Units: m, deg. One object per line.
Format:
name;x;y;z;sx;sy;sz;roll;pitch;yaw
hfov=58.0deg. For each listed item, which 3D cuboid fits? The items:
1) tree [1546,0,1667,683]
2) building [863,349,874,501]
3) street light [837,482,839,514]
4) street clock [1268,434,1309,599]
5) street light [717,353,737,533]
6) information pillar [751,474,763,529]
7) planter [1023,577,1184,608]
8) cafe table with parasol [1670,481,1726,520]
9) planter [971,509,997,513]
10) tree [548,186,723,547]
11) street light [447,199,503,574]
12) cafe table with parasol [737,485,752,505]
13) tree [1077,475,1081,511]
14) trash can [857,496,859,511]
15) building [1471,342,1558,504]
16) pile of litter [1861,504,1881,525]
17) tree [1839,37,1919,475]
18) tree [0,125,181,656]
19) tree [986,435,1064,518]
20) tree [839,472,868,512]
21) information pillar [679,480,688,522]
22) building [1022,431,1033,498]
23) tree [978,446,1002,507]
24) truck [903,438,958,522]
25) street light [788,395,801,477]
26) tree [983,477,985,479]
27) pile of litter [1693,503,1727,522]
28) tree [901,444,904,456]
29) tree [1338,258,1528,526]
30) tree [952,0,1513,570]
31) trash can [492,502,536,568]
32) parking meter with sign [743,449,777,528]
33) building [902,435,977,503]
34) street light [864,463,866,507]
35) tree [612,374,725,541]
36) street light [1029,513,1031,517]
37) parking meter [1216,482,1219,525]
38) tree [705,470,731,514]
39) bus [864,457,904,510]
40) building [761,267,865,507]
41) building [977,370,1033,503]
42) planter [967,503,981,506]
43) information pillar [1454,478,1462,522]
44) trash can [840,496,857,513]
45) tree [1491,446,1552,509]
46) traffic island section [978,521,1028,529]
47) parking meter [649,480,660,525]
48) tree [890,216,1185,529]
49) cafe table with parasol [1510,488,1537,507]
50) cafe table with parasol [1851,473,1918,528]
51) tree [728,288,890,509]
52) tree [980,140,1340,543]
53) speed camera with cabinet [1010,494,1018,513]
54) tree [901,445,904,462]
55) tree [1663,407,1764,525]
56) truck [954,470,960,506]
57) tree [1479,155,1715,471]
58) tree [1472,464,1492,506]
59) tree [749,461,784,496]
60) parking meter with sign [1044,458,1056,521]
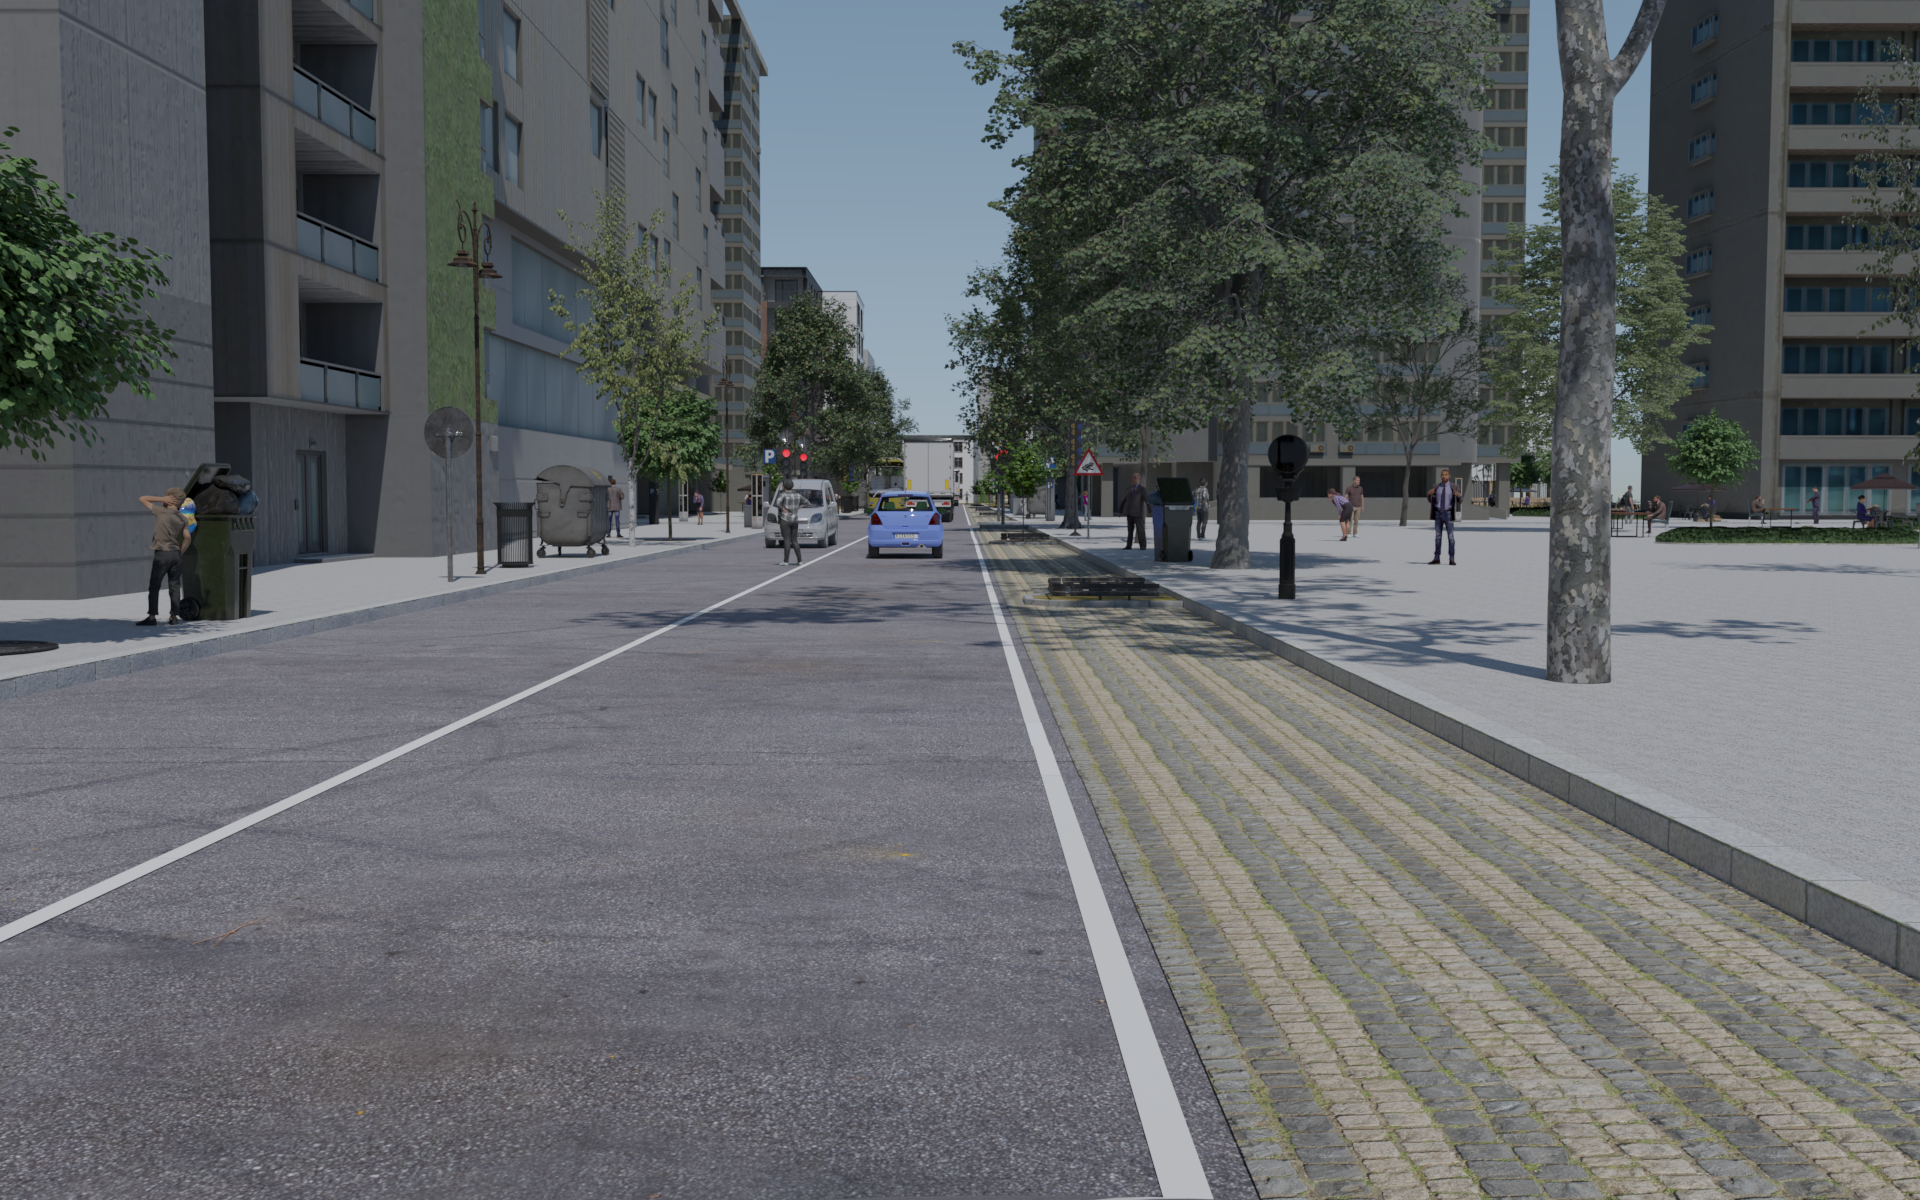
tree;3.480;-9.427;10.028;12.611;20.169;13.585;0;3;0
building;-27.000;-21.633;220.153;31.486;18.905;16.747;0;3;0
street light;-7.746;-8.397;110.079;0.468;5.910;1.993;0;3;0
street clock;3.998;-1.012;21.122;0.471;2.002;0.358;1;4;18
street light;-7.650;-5.145;56.909;0.468;5.910;1.993;0;3;0
information pillar;-7.474;-3.631;63.865;0.304;2.012;0.304;3;5;44
planter;1.825;-0.097;22.720;1.991;0.319;1.994;0;3;0
cafe table with parasol;36.290;-4.915;85.218;2.610;1.966;2.610;1;4;18
planter;1.816;-6.851;133.153;1.991;0.319;1.994;0;3;0
tree;-7.867;-5.577;41.550;4.737;8.622;4.395;0;3;0
street light;-7.671;-3.349;27.550;0.468;5.910;1.993;0;3;0
cafe table with parasol;-20.253;-9.102;153.682;2.610;1.966;2.610;-2;4;-32
tree;9.192;-8.556;134.487;1.663;3.219;1.824;0;3;0
trash can;-7.838;-7.171;128.906;0.748;1.137;0.748;0;3;0
building;71.982;-22.285;220.780;11.380;20.091;16.016;0;3;0
pile of litter;38.810;-3.613;73.039;1.719;0.858;1.176;0;4;2
tree;15.154;-4.629;26.041;4.360;8.622;3.978;0;3;0
tree;-8.239;-1.851;13.975;4.285;4.588;4.351;0;3;0
tree;3.976;-6.663;92.647;4.285;4.588;4.351;0;3;0
tree;-7.953;-8.100;127.041;1.663;3.219;1.824;0;3;0
information pillar;-12.871;-4.655;80.604;0.304;2.012;0.304;3;5;41
building;11.402;-14.746;183.250;9.099;9.664;28.070;0;3;0
tree;3.807;-13.355;168.713;4.360;8.622;3.978;0;3;0
truck;-1.545;-6.311;92.105;2.839;4.237;11.283;0;4;0
street light;-7.694;-6.601;80.720;0.468;5.910;1.993;0;3;0
tree;4.281;-13.311;201.349;4.285;4.588;4.351;0;3;0
pile of litter;34.726;-4.052;80.210;1.719;0.858;1.176;0;4;0
tree;-7.572;-16.478;219.769;4.737;8.622;4.395;0;3;0
tree;17.604;-8.172;68.022;8.767;10.594;7.601;-1;4;-9
tree;4.679;-7.510;29.436;9.857;13.997;8.962;0;3;0
trash can;-7.753;-1.132;30.169;0.748;1.137;0.748;0;3;0
parking meter with sign;-7.727;-4.312;66.755;0.543;3.016;1.738;2;4;24
building;-11.468;-18.628;246.716;28.070;9.664;9.099;0;3;0
street light;-7.669;-10.193;139.439;0.468;5.910;1.993;0;3;0
tree;-7.978;-3.921;47.826;4.285;4.588;4.351;0;3;0
street light;3.873;-7.556;96.336;0.468;5.910;1.993;0;3;0
parking meter;10.996;-4.101;72.770;0.399;1.863;0.255;-1;4;-18
tree;-15.465;-7.186;112.098;1.663;3.219;1.824;0;3;0
bus;-4.845;-7.819;119.389;2.896;3.916;12.252;0;3;0
building;-24.300;-20.068;172.093;27.936;21.610;32.646;0;3;0
building;18.310;-23.494;250.591;31.486;18.905;16.747;0;3;0
planter;1.806;-11.512;209.365;1.991;0.319;1.994;0;3;0
information pillar;22.905;-4.598;79.675;0.304;2.012;0.304;0;4;5
trash can;-7.617;-6.477;117.549;0.748;1.137;0.748;0;3;0
tree;35.157;-7.656;108.883;4.285;4.588;4.351;0;3;0
traffic island section;1.825;-3.079;72.622;2.009;0.180;2.903;0;3;0
parking meter;-12.825;-4.092;72.608;0.399;1.863;0.255;1;4;19
tree;4.078;-9.001;64.166;9.611;12.733;9.660;0;3;0
cafe table with parasol;46.896;-8.569;144.970;2.610;1.966;2.610;2;4;26
cafe table with parasol;30.306;-3.176;56.801;2.610;1.966;2.610;0;4;-4
tree;-8.198;-10.974;96.426;9.611;12.733;9.660;0;3;0
tree;4.626;-6.723;44.339;8.767;10.594;7.601;0;4;4
speed camera with cabinet;3.852;-7.570;118.112;0.660;3.252;2.038;1;4;9
tree;-8.606;-17.285;232.972;4.360;8.622;3.978;0;3;0
tree;28.269;-4.965;64.888;4.285;4.588;4.351;0;3;0
truck;-1.430;-13.247;205.502;2.839;4.237;11.283;0;4;-2
tree;21.132;-8.535;57.682;7.486;12.596;7.792;0;3;0
tree;36.263;-10.351;119.608;4.737;8.622;4.395;0;3;0
tree;-9.336;-5.539;85.162;1.663;3.219;1.824;0;3;0
parking meter with sign;4.293;-5.242;81.967;0.543;3.016;1.738;0;4;5
